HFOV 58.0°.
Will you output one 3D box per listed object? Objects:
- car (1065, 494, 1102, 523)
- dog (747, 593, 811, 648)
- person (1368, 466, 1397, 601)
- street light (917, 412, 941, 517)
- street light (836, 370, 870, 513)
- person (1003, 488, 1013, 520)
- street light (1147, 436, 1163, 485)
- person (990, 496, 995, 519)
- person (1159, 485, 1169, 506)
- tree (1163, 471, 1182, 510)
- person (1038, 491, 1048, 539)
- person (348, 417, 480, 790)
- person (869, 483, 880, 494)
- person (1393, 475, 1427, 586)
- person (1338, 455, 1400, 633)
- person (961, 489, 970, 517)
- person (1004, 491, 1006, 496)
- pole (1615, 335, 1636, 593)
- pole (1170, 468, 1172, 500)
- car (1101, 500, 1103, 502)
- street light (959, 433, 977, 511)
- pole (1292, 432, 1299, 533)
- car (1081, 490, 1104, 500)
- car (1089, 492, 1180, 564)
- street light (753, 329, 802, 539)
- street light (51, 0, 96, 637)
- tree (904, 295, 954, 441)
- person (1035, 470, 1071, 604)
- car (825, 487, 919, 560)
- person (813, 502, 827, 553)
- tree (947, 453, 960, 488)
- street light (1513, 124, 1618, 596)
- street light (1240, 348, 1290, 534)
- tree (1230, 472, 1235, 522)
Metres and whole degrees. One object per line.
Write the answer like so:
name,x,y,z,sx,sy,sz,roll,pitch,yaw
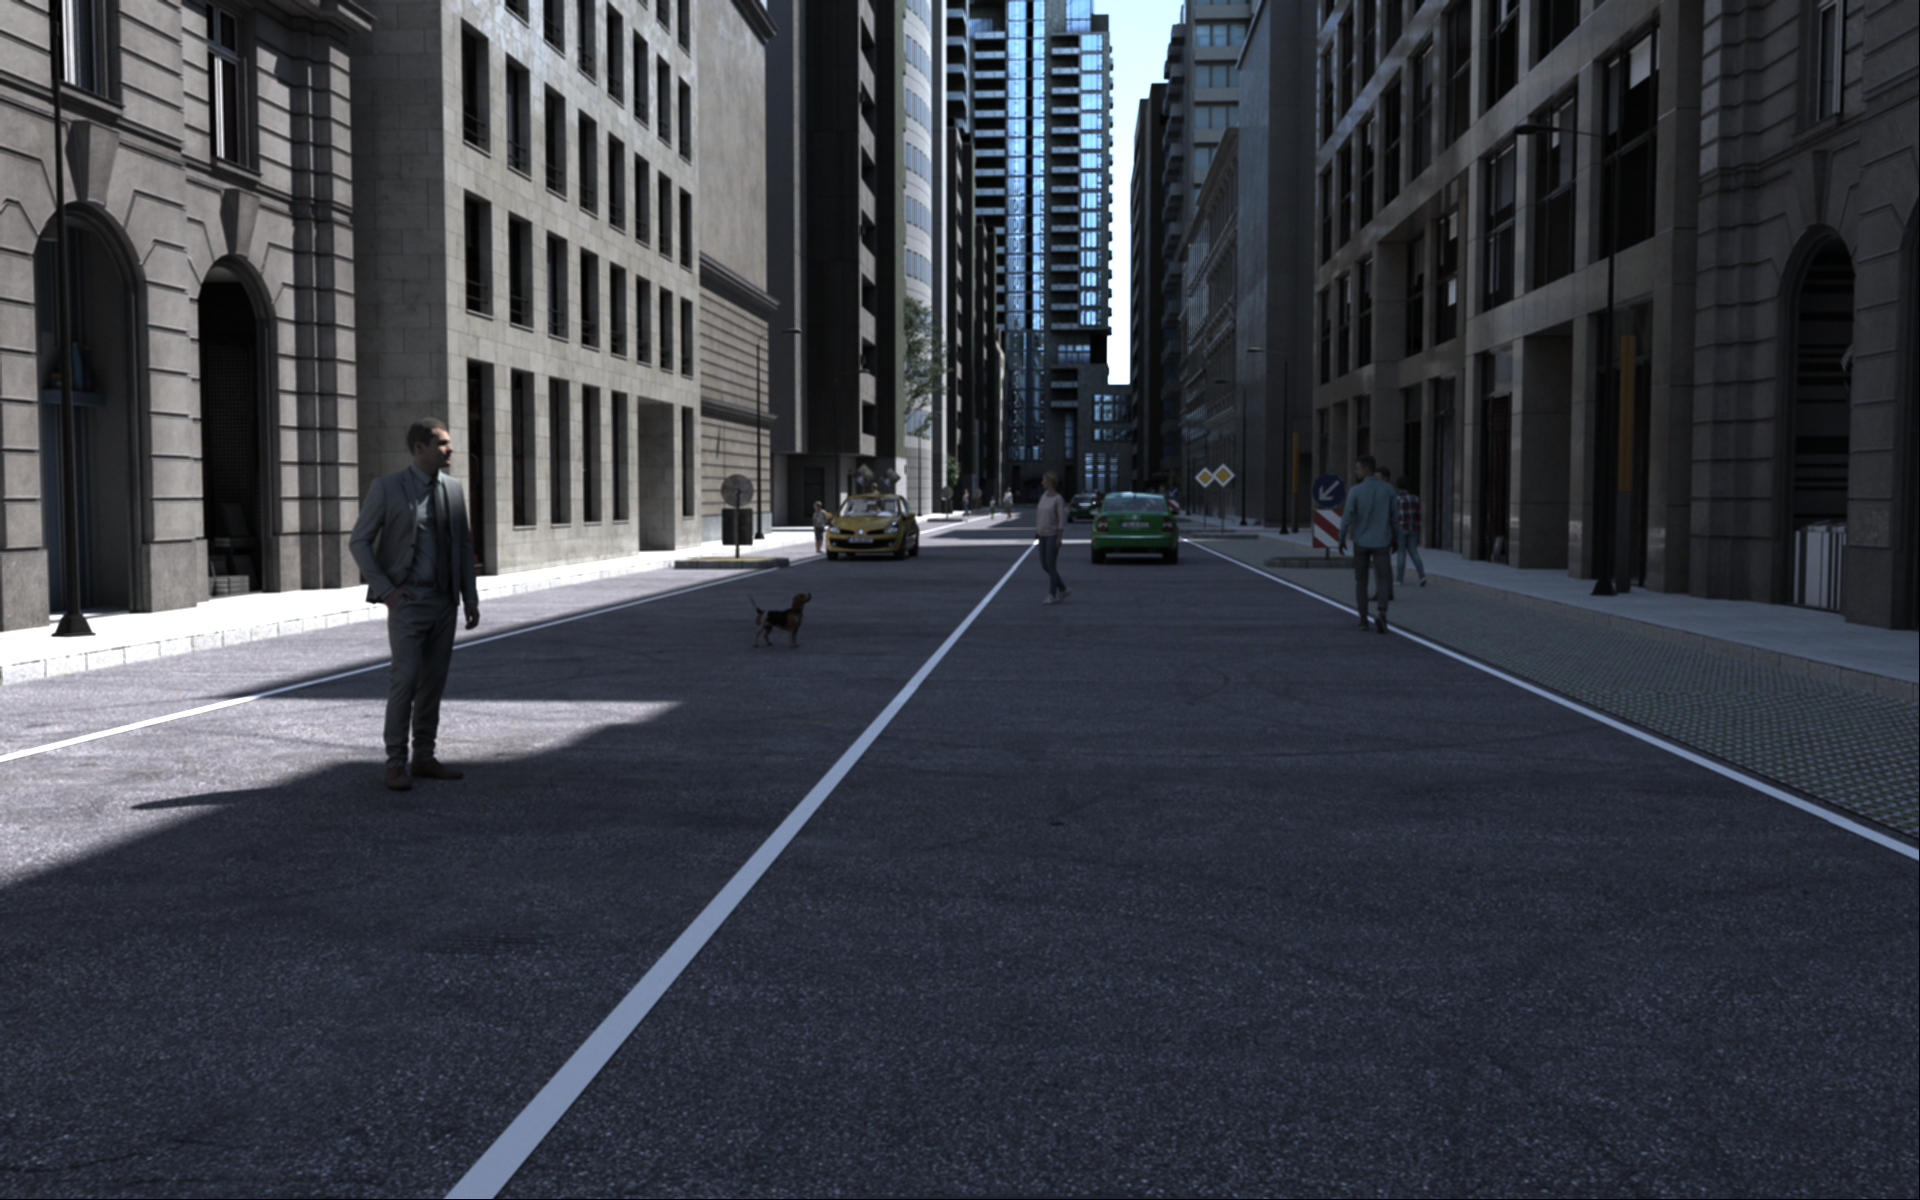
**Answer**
car,6.330,-4.608,87.141,2.131,1.459,4.920,0,4,5
dog,-1.698,0.185,16.266,0.540,0.507,0.406,-1,4,-17
person,5.565,-0.885,23.165,0.583,1.804,0.606,0,4,-7
street light,-1.753,-7.699,98.425,1.470,5.913,1.316,0,4,4
street light,-4.070,-5.642,64.780,1.470,5.913,1.316,0,4,4
person,2.737,-5.428,97.466,0.478,1.798,0.641,3,4,38
street light,15.633,-10.146,138.426,1.470,5.913,1.316,0,4,4
person,1.825,-5.202,97.808,0.306,1.304,0.590,1,4,16
person,8.337,-3.876,72.057,0.709,1.800,0.728,0,3,0
tree,17.721,-9.209,145.174,1.663,3.219,1.824,0,3,0
person,2.627,-2.696,52.600,0.620,1.820,0.660,-1,4,-21
person,-2.696,-0.003,8.648,0.391,1.810,0.635,2,4,28
person,-2.547,-2.575,51.147,0.519,1.759,0.362,-2,4,-32
person,6.920,-1.072,26.867,0.563,1.720,0.643,-1,4,-17
person,4.262,-0.594,18.069,0.638,1.841,0.748,1,4,14
person,0.388,-6.032,107.711,0.643,1.750,0.593,-2,4,-28
person,4.181,-9.109,158.344,0.530,1.710,0.541,2,4,24
pole,8.600,-1.745,22.372,0.158,3.312,0.155,0,3,0
pole,16.665,-8.733,136.622,0.158,3.312,0.155,0,3,0
car,8.754,-5.342,96.142,1.959,1.807,4.718,0,4,2
street light,0.590,-9.744,131.860,1.470,5.913,1.316,0,4,4
pole,11.008,-3.852,56.824,0.158,3.312,0.155,0,3,0
car,11.059,-8.445,146.756,2.281,1.827,5.304,0,4,5
car,3.727,-1.724,36.988,1.959,1.807,4.718,0,4,6
street light,-5.147,-4.669,48.874,1.470,5.913,1.316,0,4,4
street light,-7.494,-2.626,15.478,1.470,5.913,1.316,0,4,4
tree,-3.908,-9.691,84.197,9.928,11.665,9.643,0,3,0
person,1.221,-0.825,22.662,0.598,1.740,0.731,-3,5,-40
car,-1.937,-1.746,38.773,2.015,1.641,3.980,0,4,5
person,-3.399,-1.769,42.110,0.332,1.250,0.352,1,4,21
tree,-1.507,-8.524,123.088,4.285,4.588,4.351,0,3,0
street light,7.640,-3.017,21.865,1.470,5.913,1.316,0,4,4
street light,9.830,-5.060,55.272,1.470,5.913,1.316,0,4,4
tree,12.920,-5.176,79.234,1.663,3.219,1.824,0,3,0
